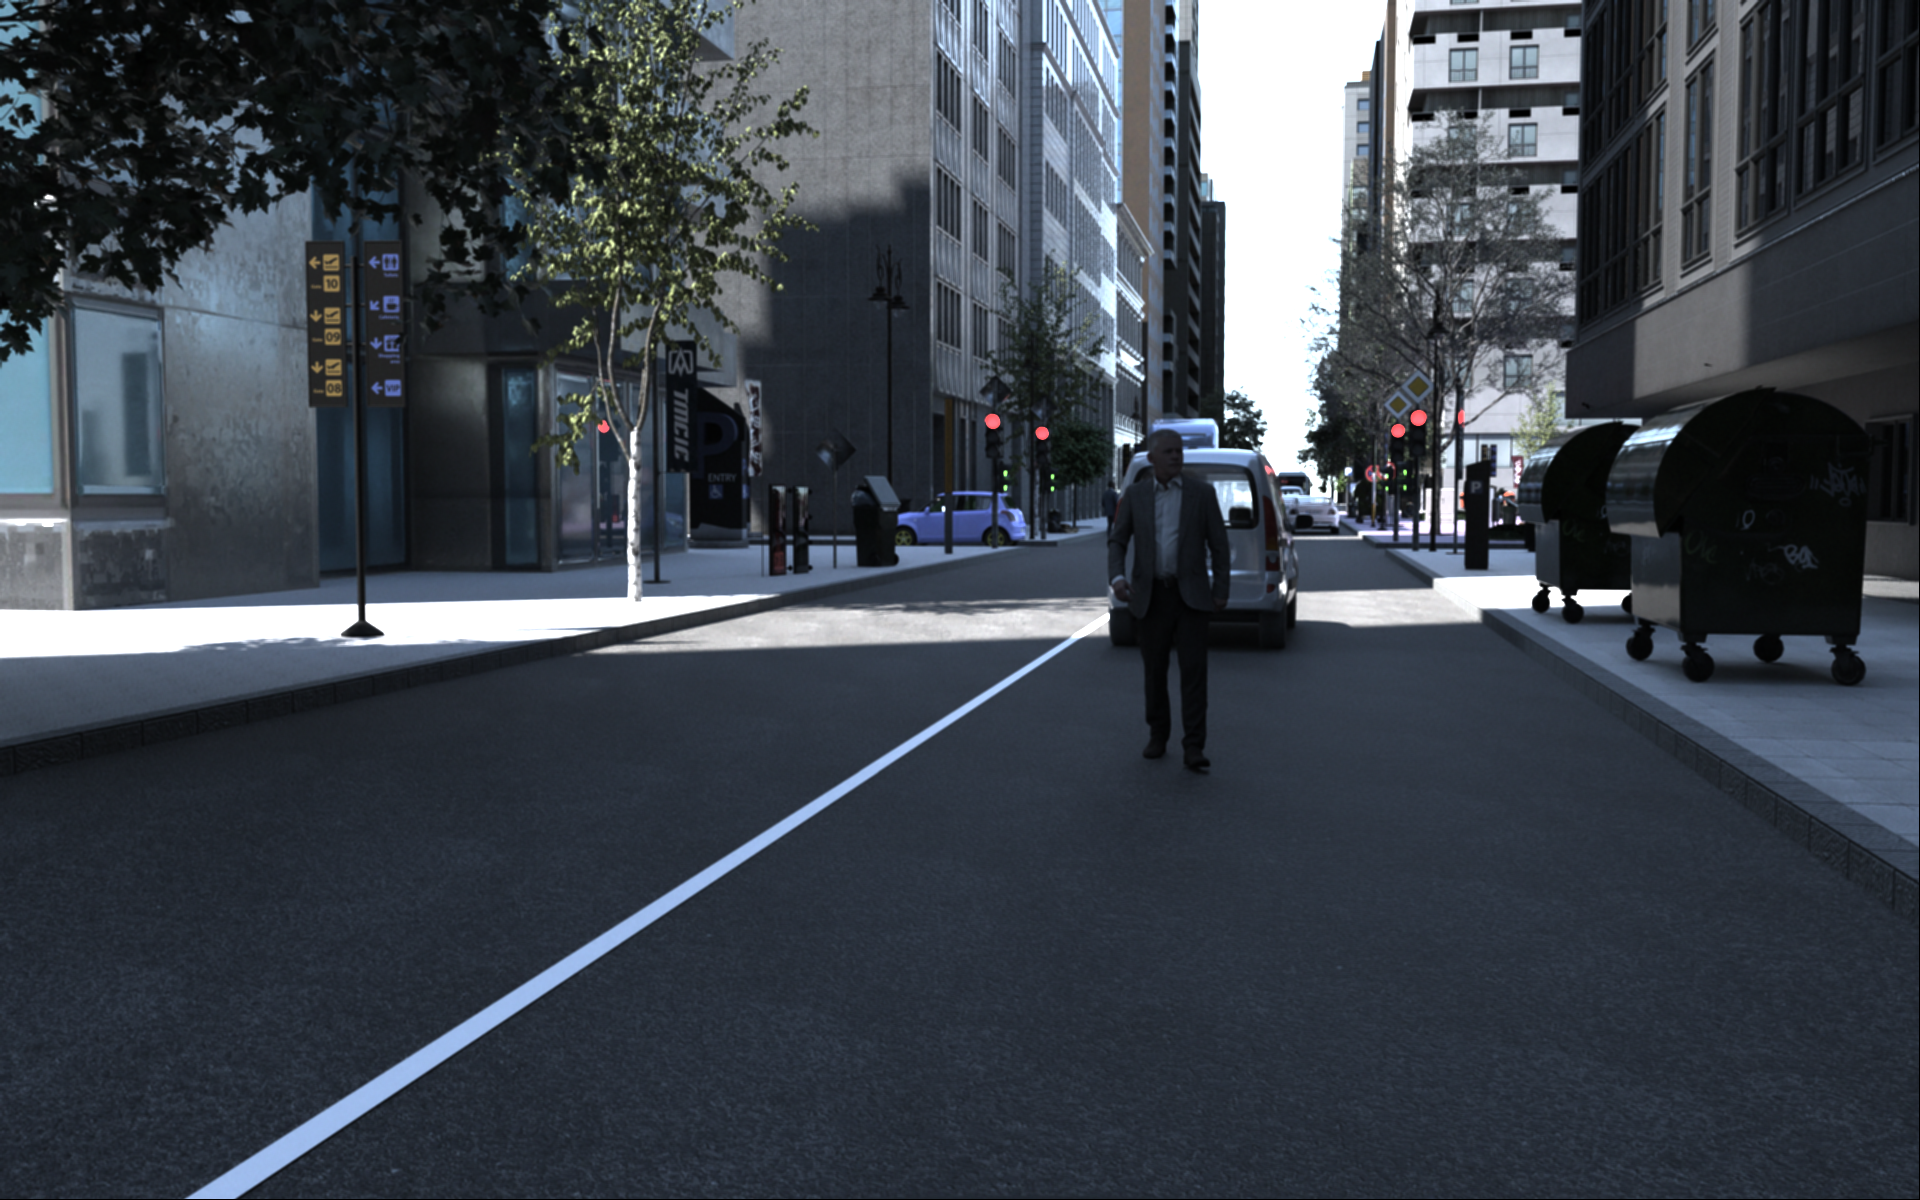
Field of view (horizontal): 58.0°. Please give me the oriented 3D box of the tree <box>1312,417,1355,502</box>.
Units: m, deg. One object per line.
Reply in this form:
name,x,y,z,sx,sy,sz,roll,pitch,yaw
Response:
tree,33.562,-12.546,155.495,4.360,8.622,3.978,0,3,0

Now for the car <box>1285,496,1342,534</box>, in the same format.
car,12.917,-3.120,63.370,2.083,1.381,4.827,1,4,11

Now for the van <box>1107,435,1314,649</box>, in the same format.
van,2.542,-0.645,17.561,2.013,2.044,4.112,1,4,13

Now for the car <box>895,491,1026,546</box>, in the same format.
car,-0.181,-2.120,44.260,3.694,1.707,1.945,1,4,12

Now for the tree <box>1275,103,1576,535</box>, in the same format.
tree,15.026,-8.778,53.884,12.009,13.543,11.850,0,3,0

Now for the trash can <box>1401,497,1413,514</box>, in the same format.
trash can,25.219,-5.268,97.791,0.748,1.137,0.748,0,3,0

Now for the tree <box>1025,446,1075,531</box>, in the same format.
tree,3.095,-4.044,60.717,1.663,3.219,1.824,0,3,0

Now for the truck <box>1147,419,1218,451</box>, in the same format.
truck,8.992,-4.782,67.940,2.967,4.110,18.799,1,4,9

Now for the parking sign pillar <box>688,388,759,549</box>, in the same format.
parking sign pillar,-5.758,-3.225,41.198,1.447,3.967,1.447,1,4,9

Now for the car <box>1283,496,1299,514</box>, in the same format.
car,14.724,-3.998,77.736,2.083,1.381,4.827,1,4,12

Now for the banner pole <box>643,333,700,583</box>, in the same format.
banner pole,-4.152,-2.133,24.896,0.863,3.779,0.401,1,4,8

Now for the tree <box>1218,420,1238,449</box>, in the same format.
tree,25.668,-13.536,171.682,4.360,8.622,3.978,0,3,0

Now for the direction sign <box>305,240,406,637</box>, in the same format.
direction sign,-5.415,-1.443,15.583,0.876,3.537,0.379,0,4,3

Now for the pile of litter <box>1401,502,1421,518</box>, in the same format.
pile of litter,24.115,-4.763,91.847,1.719,0.858,1.176,-2,4,-24

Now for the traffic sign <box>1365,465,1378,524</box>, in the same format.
traffic sign,17.872,-4.563,74.705,0.768,2.556,0.104,1,4,19

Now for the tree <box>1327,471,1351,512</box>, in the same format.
tree,27.882,-7.991,125.250,1.663,3.219,1.824,0,3,0

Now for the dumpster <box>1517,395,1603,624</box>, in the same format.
dumpster,6.614,-0.934,17.765,1.502,2.255,1.985,1,4,11

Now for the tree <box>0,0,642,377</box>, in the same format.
tree,-6.551,-5.642,9.259,9.611,12.733,9.660,0,3,0

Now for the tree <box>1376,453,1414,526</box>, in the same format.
tree,17.517,-4.594,69.706,1.663,3.219,1.824,0,3,0

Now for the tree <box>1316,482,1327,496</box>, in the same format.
tree,47.059,-14.032,224.024,1.663,3.219,1.824,0,3,0

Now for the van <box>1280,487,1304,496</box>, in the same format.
van,18.890,-5.619,98.886,2.013,2.044,4.112,1,4,12

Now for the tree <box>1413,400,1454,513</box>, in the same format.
tree,30.369,-10.041,114.534,4.360,8.622,3.978,0,3,0

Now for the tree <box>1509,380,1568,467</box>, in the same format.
tree,37.166,-9.806,110.694,4.737,8.622,4.395,0,3,0

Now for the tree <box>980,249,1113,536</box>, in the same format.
tree,2.459,-6.283,53.085,4.737,8.622,4.395,0,3,0

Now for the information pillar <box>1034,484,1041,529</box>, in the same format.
information pillar,2.722,-3.525,62.119,0.304,2.012,0.304,-1,4,-13

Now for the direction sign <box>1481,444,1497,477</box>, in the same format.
direction sign,24.155,-5.333,79.185,0.876,3.537,0.379,-2,4,-24

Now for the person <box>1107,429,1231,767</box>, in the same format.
person,1.120,-0.018,9.193,0.661,1.777,0.834,0,4,0

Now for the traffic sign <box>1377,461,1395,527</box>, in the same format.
traffic sign,16.378,-4.061,66.510,0.768,2.556,0.104,1,4,12

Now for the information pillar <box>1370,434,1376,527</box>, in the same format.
information pillar,16.129,-4.656,67.472,0.183,3.616,0.504,1,4,18

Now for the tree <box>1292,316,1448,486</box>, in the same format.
tree,25.337,-11.621,107.009,9.611,12.733,9.660,0,3,0

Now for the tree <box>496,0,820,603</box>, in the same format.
tree,-3.799,-4.291,20.527,4.737,8.622,4.395,0,3,0

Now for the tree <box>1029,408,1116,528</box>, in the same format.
tree,4.306,-5.054,66.341,4.285,4.588,4.351,0,3,0

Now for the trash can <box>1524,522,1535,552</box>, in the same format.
trash can,12.872,-1.641,38.491,0.748,1.137,0.748,0,3,0

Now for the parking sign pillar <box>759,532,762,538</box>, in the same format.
parking sign pillar,-6.478,-3.795,50.515,1.447,3.967,1.447,-1,4,-21

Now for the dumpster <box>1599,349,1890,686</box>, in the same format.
dumpster,5.582,-0.608,12.427,1.502,2.255,1.985,1,4,11

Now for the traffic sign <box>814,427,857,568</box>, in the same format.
traffic sign,-2.155,-1.751,29.819,0.795,2.450,0.064,1,4,18

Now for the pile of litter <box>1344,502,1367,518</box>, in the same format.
pile of litter,21.246,-4.833,92.981,1.176,0.858,1.719,0,4,7

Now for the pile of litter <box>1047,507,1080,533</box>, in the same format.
pile of litter,3.381,-2.646,57.226,1.176,0.858,1.719,1,4,18

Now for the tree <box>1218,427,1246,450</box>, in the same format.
tree,28.478,-14.375,185.399,4.737,8.622,4.395,0,3,0

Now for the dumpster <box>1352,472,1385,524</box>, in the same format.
dumpster,17.987,-4.489,75.893,1.502,2.255,1.985,1,4,11

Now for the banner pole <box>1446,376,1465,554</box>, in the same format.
banner pole,10.580,-2.857,36.725,0.401,3.779,0.863,0,4,5

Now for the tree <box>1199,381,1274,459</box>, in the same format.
tree,30.356,-17.630,194.897,9.857,13.997,8.962,0,3,0

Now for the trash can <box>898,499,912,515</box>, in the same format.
trash can,-1.712,-2.272,48.798,0.748,1.137,0.748,0,3,0

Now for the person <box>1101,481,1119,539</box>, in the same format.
person,4.279,-2.432,48.444,0.721,1.800,0.419,3,5,41
